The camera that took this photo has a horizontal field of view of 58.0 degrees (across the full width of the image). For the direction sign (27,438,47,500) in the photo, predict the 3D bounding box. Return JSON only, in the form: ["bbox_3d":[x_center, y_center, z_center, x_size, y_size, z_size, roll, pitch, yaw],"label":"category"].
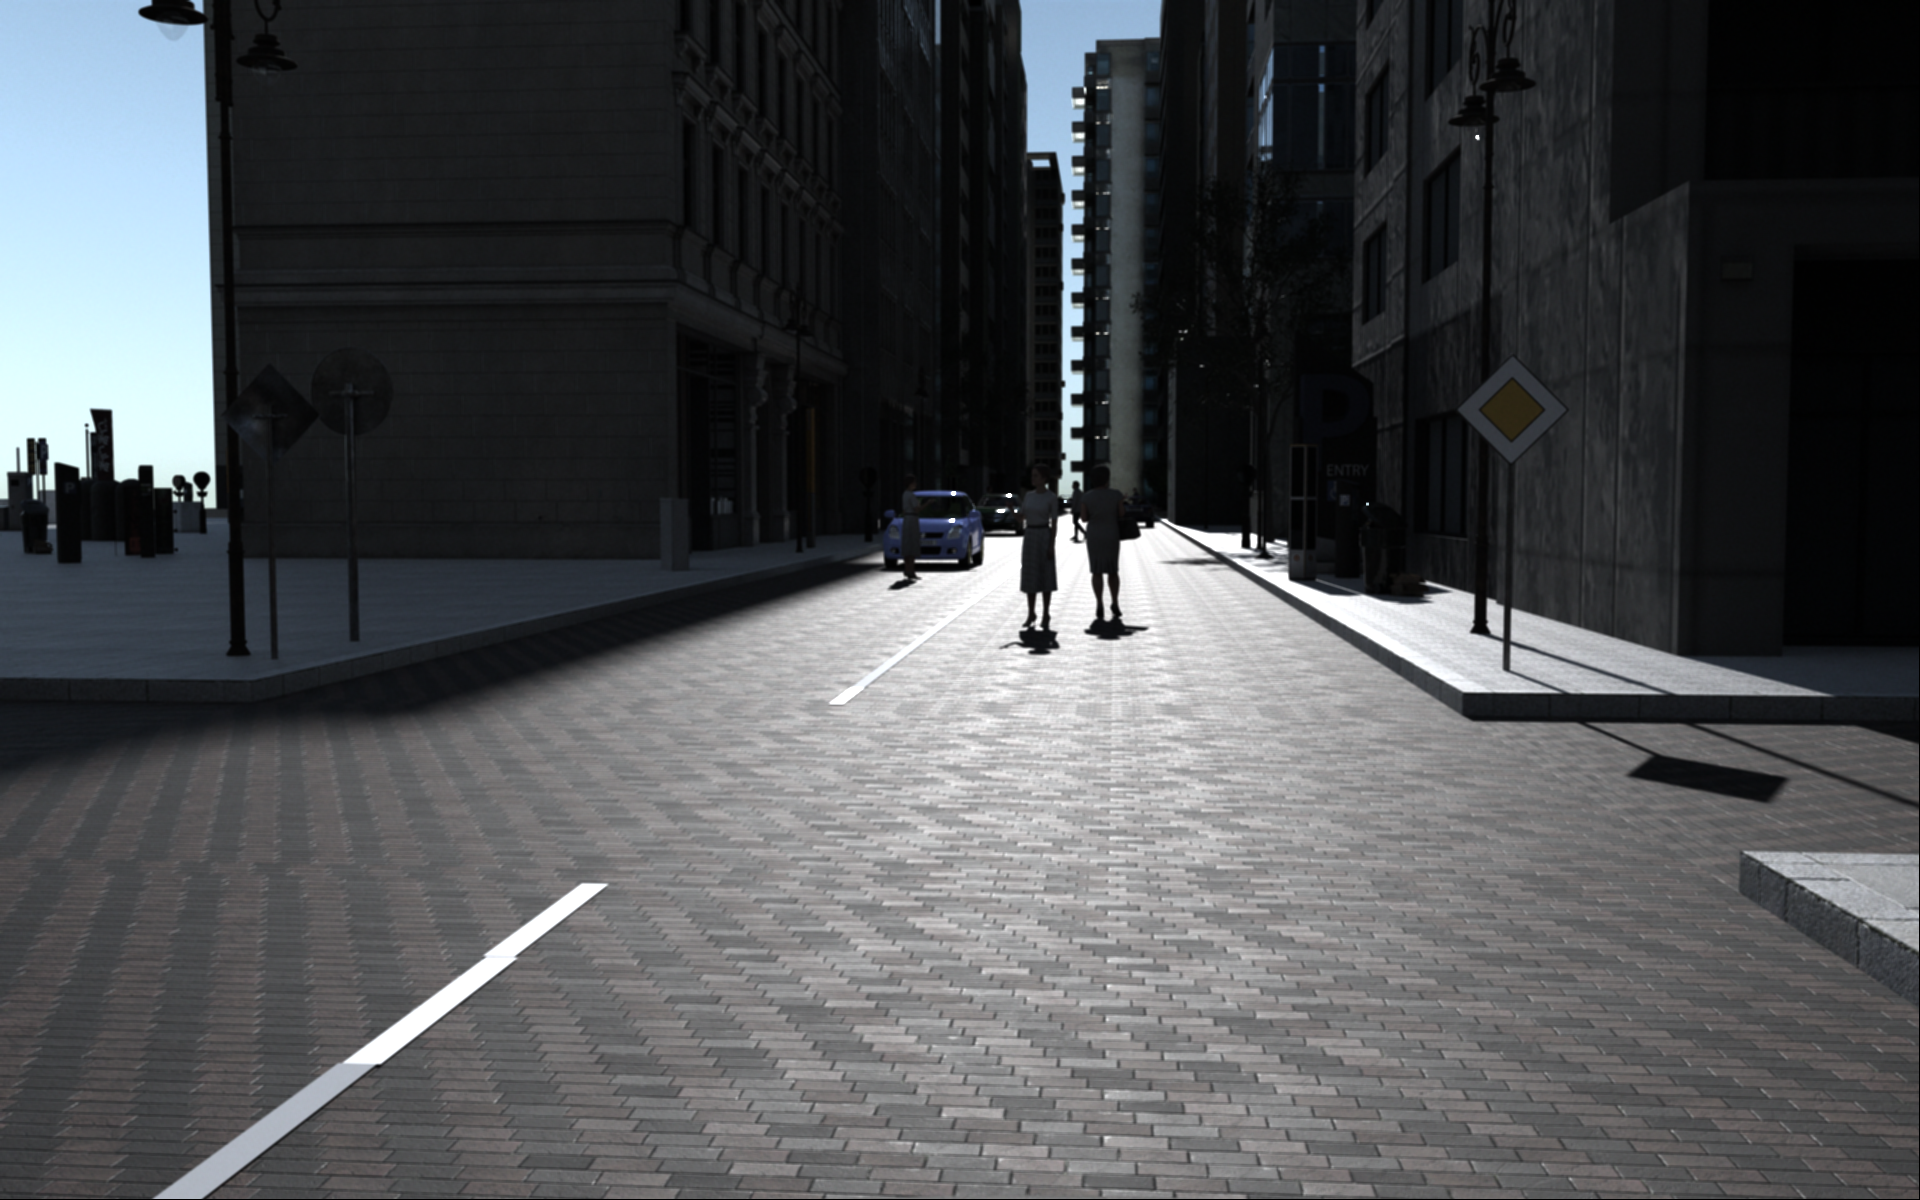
[{"bbox_3d":[-37.393,-4.785,70.231,0.876,3.537,0.379,1,4,12],"label":"direction sign"}]

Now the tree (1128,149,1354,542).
[{"bbox_3d":[8.372,-6.834,46.154,8.767,10.594,7.601,1,4,17],"label":"tree"}]

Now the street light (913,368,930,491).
[{"bbox_3d":[-1.365,-5.476,62.323,0.468,5.910,1.993,0,4,5],"label":"street light"}]

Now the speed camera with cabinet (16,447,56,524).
[{"bbox_3d":[-39.448,-4.874,74.021,2.038,3.252,0.660,-2,4,-32],"label":"speed camera with cabinet"}]

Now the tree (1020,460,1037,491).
[{"bbox_3d":[6.903,-11.116,165.464,4.285,4.588,4.351,0,3,0],"label":"tree"}]

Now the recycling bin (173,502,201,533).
[{"bbox_3d":[-25.902,-2.779,57.994,0.722,1.027,0.722,3,5,41],"label":"recycling bin"}]

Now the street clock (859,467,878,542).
[{"bbox_3d":[-2.453,-2.560,46.432,0.471,2.002,0.358,-1,4,-11],"label":"street clock"}]

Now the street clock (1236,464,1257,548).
[{"bbox_3d":[6.854,-2.256,41.453,0.471,2.002,0.358,1,4,21],"label":"street clock"}]

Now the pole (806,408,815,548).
[{"bbox_3d":[-3.549,-2.893,41.143,0.158,3.312,0.155,0,3,0],"label":"pole"}]

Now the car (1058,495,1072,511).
[{"bbox_3d":[9.122,-8.348,149.065,1.945,1.354,3.894,0,4,6],"label":"car"}]

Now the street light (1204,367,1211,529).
[{"bbox_3d":[9.019,-5.537,63.318,0.468,5.910,1.993,0,4,5],"label":"street light"}]

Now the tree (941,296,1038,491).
[{"bbox_3d":[-0.585,-8.839,78.922,8.767,10.594,7.601,0,4,5],"label":"tree"}]

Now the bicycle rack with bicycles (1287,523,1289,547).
[{"bbox_3d":[9.476,-1.773,42.371,2.925,0.926,2.852,-3,5,-45],"label":"bicycle rack with bicycles"}]

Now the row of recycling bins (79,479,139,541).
[{"bbox_3d":[-23.692,-2.493,47.880,3.534,1.692,1.069,2,4,33],"label":"row of recycling bins"}]

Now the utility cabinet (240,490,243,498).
[{"bbox_3d":[-36.927,-4.972,89.976,1.173,1.500,0.318,1,4,10],"label":"utility cabinet"}]

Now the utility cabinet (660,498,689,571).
[{"bbox_3d":[-4.821,-1.108,29.276,0.306,1.237,1.020,-1,4,-21],"label":"utility cabinet"}]

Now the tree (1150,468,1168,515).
[{"bbox_3d":[12.982,-6.801,105.791,1.663,3.219,1.824,0,3,0],"label":"tree"}]

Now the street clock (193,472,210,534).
[{"bbox_3d":[-24.564,-3.155,56.153,0.471,2.002,0.358,-2,4,-34],"label":"street clock"}]

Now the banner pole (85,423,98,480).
[{"bbox_3d":[-30.917,-4.387,61.738,0.401,3.779,0.863,1,4,11],"label":"banner pole"}]

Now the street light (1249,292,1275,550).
[{"bbox_3d":[6.916,-4.100,39.815,0.468,5.910,1.993,0,4,5],"label":"street light"}]

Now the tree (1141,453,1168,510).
[{"bbox_3d":[15.956,-9.398,137.363,4.285,4.588,4.351,0,3,0],"label":"tree"}]

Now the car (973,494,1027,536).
[{"bbox_3d":[1.425,-3.026,61.281,2.131,1.459,4.920,0,4,6],"label":"car"}]

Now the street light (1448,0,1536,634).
[{"bbox_3d":[4.800,-2.631,15.803,0.468,5.910,1.993,0,4,5],"label":"street light"}]

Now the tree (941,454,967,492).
[{"bbox_3d":[-0.471,-5.483,84.255,1.663,3.219,1.824,0,3,0],"label":"tree"}]

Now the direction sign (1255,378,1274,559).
[{"bbox_3d":[6.043,-2.587,34.302,0.379,3.537,0.876,1,4,14],"label":"direction sign"}]

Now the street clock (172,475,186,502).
[{"bbox_3d":[-30.041,-3.798,66.669,0.471,2.002,0.358,2,4,28],"label":"street clock"}]

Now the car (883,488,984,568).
[{"bbox_3d":[-0.500,-1.543,34.820,1.945,1.707,3.694,0,4,6],"label":"car"}]

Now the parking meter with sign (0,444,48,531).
[{"bbox_3d":[-32.737,-3.920,60.346,1.738,3.016,0.543,0,4,1],"label":"parking meter with sign"}]

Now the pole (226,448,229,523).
[{"bbox_3d":[-32.297,-5.058,76.546,0.158,3.312,0.155,0,3,0],"label":"pole"}]

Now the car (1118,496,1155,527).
[{"bbox_3d":[7.579,-3.868,75.823,1.945,1.354,3.894,0,4,4],"label":"car"}]

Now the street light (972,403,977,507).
[{"bbox_3d":[0.777,-6.913,85.823,0.468,5.910,1.993,0,4,5],"label":"street light"}]

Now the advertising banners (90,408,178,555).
[{"bbox_3d":[-17.350,-2.459,36.400,0.090,3.025,2.074,2,4,24],"label":"advertising banners"}]

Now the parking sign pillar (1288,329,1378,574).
[{"bbox_3d":[6.123,-2.436,28.302,1.447,3.967,1.447,0,4,-2],"label":"parking sign pillar"}]

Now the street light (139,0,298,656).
[{"bbox_3d":[-5.747,-2.497,13.616,0.468,5.910,1.993,0,4,5],"label":"street light"}]

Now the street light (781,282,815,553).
[{"bbox_3d":[-3.531,-3.984,37.918,0.468,5.910,1.993,0,4,5],"label":"street light"}]
